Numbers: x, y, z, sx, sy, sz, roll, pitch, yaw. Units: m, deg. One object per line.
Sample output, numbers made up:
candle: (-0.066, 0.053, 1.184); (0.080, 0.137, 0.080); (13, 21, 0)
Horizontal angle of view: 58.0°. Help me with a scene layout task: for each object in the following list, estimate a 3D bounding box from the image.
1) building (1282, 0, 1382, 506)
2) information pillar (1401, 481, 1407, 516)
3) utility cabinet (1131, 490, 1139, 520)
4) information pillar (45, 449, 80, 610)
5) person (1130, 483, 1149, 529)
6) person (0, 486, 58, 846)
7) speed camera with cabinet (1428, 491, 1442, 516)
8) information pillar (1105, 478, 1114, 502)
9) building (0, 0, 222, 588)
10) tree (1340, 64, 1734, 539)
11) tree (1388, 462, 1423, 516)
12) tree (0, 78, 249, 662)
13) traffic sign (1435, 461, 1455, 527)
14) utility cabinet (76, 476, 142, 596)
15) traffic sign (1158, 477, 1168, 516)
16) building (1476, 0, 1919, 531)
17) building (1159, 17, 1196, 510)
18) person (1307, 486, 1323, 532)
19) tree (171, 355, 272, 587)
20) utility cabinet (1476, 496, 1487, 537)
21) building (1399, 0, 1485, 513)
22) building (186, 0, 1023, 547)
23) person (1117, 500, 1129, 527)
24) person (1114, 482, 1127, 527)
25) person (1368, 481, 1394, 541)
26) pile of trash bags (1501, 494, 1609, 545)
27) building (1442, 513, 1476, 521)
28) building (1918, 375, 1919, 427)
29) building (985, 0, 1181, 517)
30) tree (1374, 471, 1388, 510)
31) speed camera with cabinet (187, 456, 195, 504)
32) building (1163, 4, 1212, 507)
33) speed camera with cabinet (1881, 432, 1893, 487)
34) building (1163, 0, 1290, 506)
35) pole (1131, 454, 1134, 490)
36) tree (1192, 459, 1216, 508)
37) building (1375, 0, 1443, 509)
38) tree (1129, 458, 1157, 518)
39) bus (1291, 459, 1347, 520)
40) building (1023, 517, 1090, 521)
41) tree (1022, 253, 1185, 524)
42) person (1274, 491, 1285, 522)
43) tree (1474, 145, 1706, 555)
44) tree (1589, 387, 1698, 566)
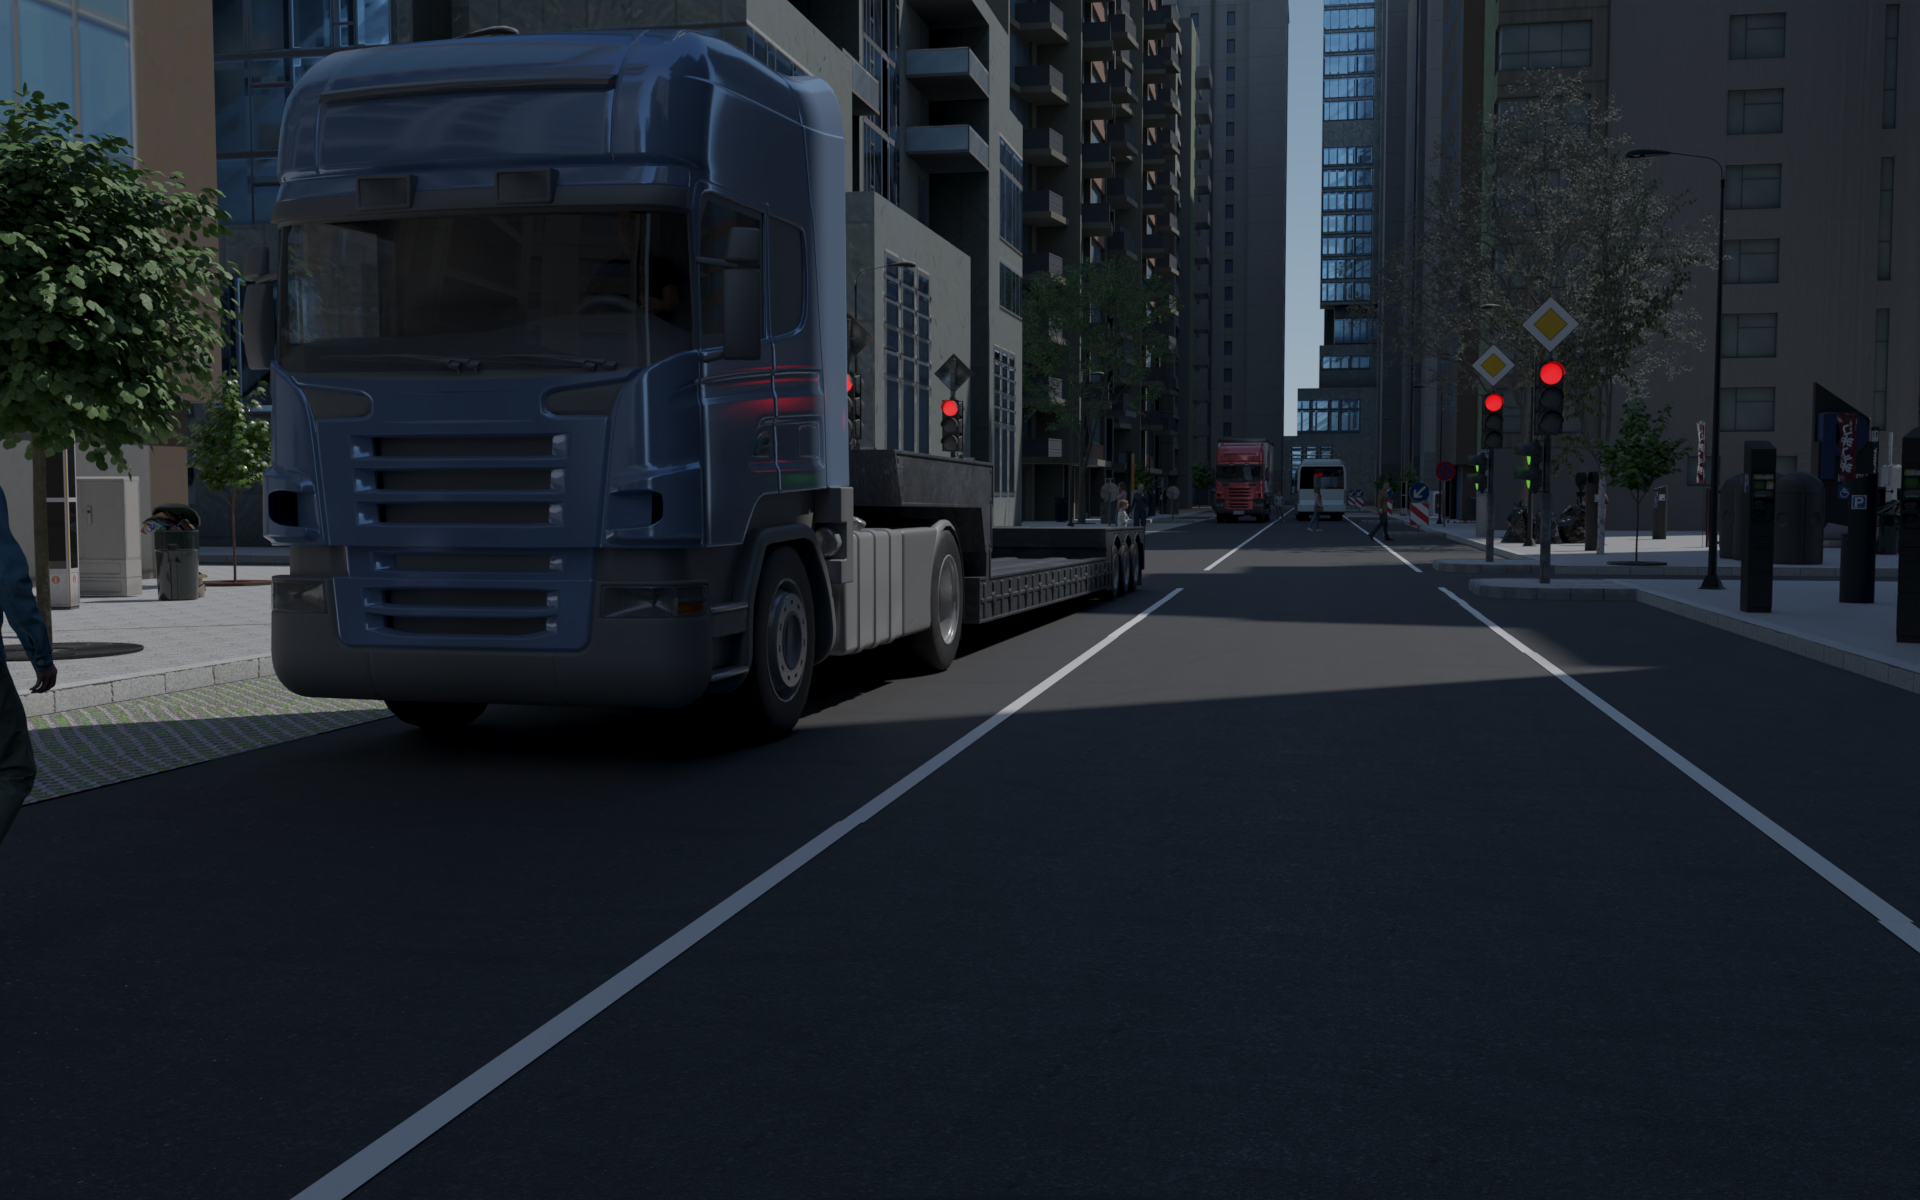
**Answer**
building: (53.045, -54.076, 196.819); (31.000, 86.520, 22.319); (1, 4, 12)
information pillar: (25.854, -5.892, 100.833); (0.304, 2.012, 0.304); (2, 4, 25)
utility cabinet: (8.769, -4.753, 86.389); (0.318, 1.500, 1.173); (1, 4, 17)
information pillar: (-9.997, -0.900, 19.209); (0.304, 2.012, 0.304); (-1, 4, -8)
person: (5.701, -2.818, 54.988); (0.576, 1.772, 0.534); (0, 4, -3)
person: (-3.099, 0.219, 5.258); (0.601, 1.785, 0.444); (1, 4, 13)
speed camera with cabinet: (28.414, -6.542, 101.303); (2.038, 3.252, 0.660); (-1, 4, -17)
information pillar: (6.956, -4.654, 80.587); (0.304, 2.012, 0.304); (3, 4, 36)
building: (-19.883, -22.658, 20.571); (14.200, 45.320, 14.600); (1, 4, 12)
tree: (16.172, -8.478, 48.992); (12.009, 13.543, 11.850); (0, 3, 0)
tree: (26.851, -6.680, 103.823); (1.663, 3.219, 1.824); (0, 3, 0)
tree: (-7.286, -1.843, 13.846); (4.285, 4.588, 4.351); (0, 3, 0)
traffic sign: (18.807, -4.104, 67.204); (0.768, 2.556, 0.104); (1, 4, 13)
utility cabinet: (-10.884, -0.796, 21.687); (1.173, 1.500, 0.318); (1, 4, 11)
traffic sign: (12.073, -6.187, 103.286); (0.606, 2.300, 0.079); (1, 4, 16)
building: (26.996, -23.354, 65.426); (14.154, 41.232, 14.086); (1, 4, 12)
building: (12.167, -28.264, 145.713); (14.154, 41.232, 14.086); (1, 4, 12)
person: (13.575, -3.489, 66.130); (0.643, 1.750, 0.593); (0, 4, 3)
tree: (-10.167, -1.813, 24.250); (1.663, 3.219, 1.824); (0, 3, 0)
utility cabinet: (15.665, -2.502, 52.066); (0.306, 1.237, 1.020); (1, 4, 18)
building: (43.971, -30.102, 142.280); (14.600, 45.320, 14.200); (1, 4, 12)
building: (-9.654, -45.217, 51.966); (22.319, 86.520, 31.000); (1, 4, 12)
person: (3.808, -1.681, 40.268); (0.394, 1.301, 0.425); (-2, 4, -24)
person: (5.292, -2.976, 57.165); (0.388, 1.821, 0.555); (-2, 4, -24)
person: (12.992, -2.746, 53.303); (0.836, 1.842, 0.656); (0, 4, -2)
pile of trash bags: (15.554, -2.138, 44.707); (1.912, 1.369, 3.447); (-1, 4, -16)
building: (31.806, -26.714, 86.879); (14.600, 45.320, 14.200); (1, 4, 12)
building: (97.057, -30.714, 156.796); (28.867, 44.769, 22.147); (1, 4, 12)
building: (4.185, -28.791, 125.352); (22.147, 44.769, 28.867); (1, 4, 12)
tree: (33.059, -8.477, 133.202); (1.663, 3.219, 1.824); (0, 3, 0)
speed camera with cabinet: (-17.723, -2.704, 38.551); (0.660, 3.252, 2.038); (0, 4, -1)
building: (9.432, -33.860, 173.213); (30.456, 49.044, 23.786); (1, 4, 12)
speed camera with cabinet: (29.941, -3.694, 54.728); (0.660, 3.252, 2.038); (0, 4, -3)
building: (23.872, -40.415, 202.778); (28.212, 58.520, 21.231); (1, 4, 12)
pole: (8.736, -5.732, 87.566); (0.158, 3.312, 0.155); (0, 3, 0)
tree: (21.690, -10.606, 157.126); (4.285, 4.588, 4.351); (0, 3, 0)
building: (50.144, -37.952, 162.508); (21.231, 58.520, 28.212); (1, 4, 12)
tree: (9.748, -5.998, 92.669); (1.663, 3.219, 1.824); (0, 3, 0)
bus: (20.332, -6.321, 98.212); (2.948, 3.499, 13.247); (1, 4, 10)
building: (-2.058, -26.913, 94.656); (22.147, 44.769, 28.867); (1, 4, 12)
tree: (5.379, -9.054, 73.787); (9.928, 11.665, 9.643); (0, 3, 0)
person: (16.534, -4.855, 89.693); (0.589, 1.601, 0.330); (0, 4, 2)
tree: (13.382, -5.272, 36.553); (4.360, 8.622, 3.978); (0, 3, 0)
tree: (12.181, -2.250, 31.395); (1.663, 3.219, 1.824); (0, 3, 0)
